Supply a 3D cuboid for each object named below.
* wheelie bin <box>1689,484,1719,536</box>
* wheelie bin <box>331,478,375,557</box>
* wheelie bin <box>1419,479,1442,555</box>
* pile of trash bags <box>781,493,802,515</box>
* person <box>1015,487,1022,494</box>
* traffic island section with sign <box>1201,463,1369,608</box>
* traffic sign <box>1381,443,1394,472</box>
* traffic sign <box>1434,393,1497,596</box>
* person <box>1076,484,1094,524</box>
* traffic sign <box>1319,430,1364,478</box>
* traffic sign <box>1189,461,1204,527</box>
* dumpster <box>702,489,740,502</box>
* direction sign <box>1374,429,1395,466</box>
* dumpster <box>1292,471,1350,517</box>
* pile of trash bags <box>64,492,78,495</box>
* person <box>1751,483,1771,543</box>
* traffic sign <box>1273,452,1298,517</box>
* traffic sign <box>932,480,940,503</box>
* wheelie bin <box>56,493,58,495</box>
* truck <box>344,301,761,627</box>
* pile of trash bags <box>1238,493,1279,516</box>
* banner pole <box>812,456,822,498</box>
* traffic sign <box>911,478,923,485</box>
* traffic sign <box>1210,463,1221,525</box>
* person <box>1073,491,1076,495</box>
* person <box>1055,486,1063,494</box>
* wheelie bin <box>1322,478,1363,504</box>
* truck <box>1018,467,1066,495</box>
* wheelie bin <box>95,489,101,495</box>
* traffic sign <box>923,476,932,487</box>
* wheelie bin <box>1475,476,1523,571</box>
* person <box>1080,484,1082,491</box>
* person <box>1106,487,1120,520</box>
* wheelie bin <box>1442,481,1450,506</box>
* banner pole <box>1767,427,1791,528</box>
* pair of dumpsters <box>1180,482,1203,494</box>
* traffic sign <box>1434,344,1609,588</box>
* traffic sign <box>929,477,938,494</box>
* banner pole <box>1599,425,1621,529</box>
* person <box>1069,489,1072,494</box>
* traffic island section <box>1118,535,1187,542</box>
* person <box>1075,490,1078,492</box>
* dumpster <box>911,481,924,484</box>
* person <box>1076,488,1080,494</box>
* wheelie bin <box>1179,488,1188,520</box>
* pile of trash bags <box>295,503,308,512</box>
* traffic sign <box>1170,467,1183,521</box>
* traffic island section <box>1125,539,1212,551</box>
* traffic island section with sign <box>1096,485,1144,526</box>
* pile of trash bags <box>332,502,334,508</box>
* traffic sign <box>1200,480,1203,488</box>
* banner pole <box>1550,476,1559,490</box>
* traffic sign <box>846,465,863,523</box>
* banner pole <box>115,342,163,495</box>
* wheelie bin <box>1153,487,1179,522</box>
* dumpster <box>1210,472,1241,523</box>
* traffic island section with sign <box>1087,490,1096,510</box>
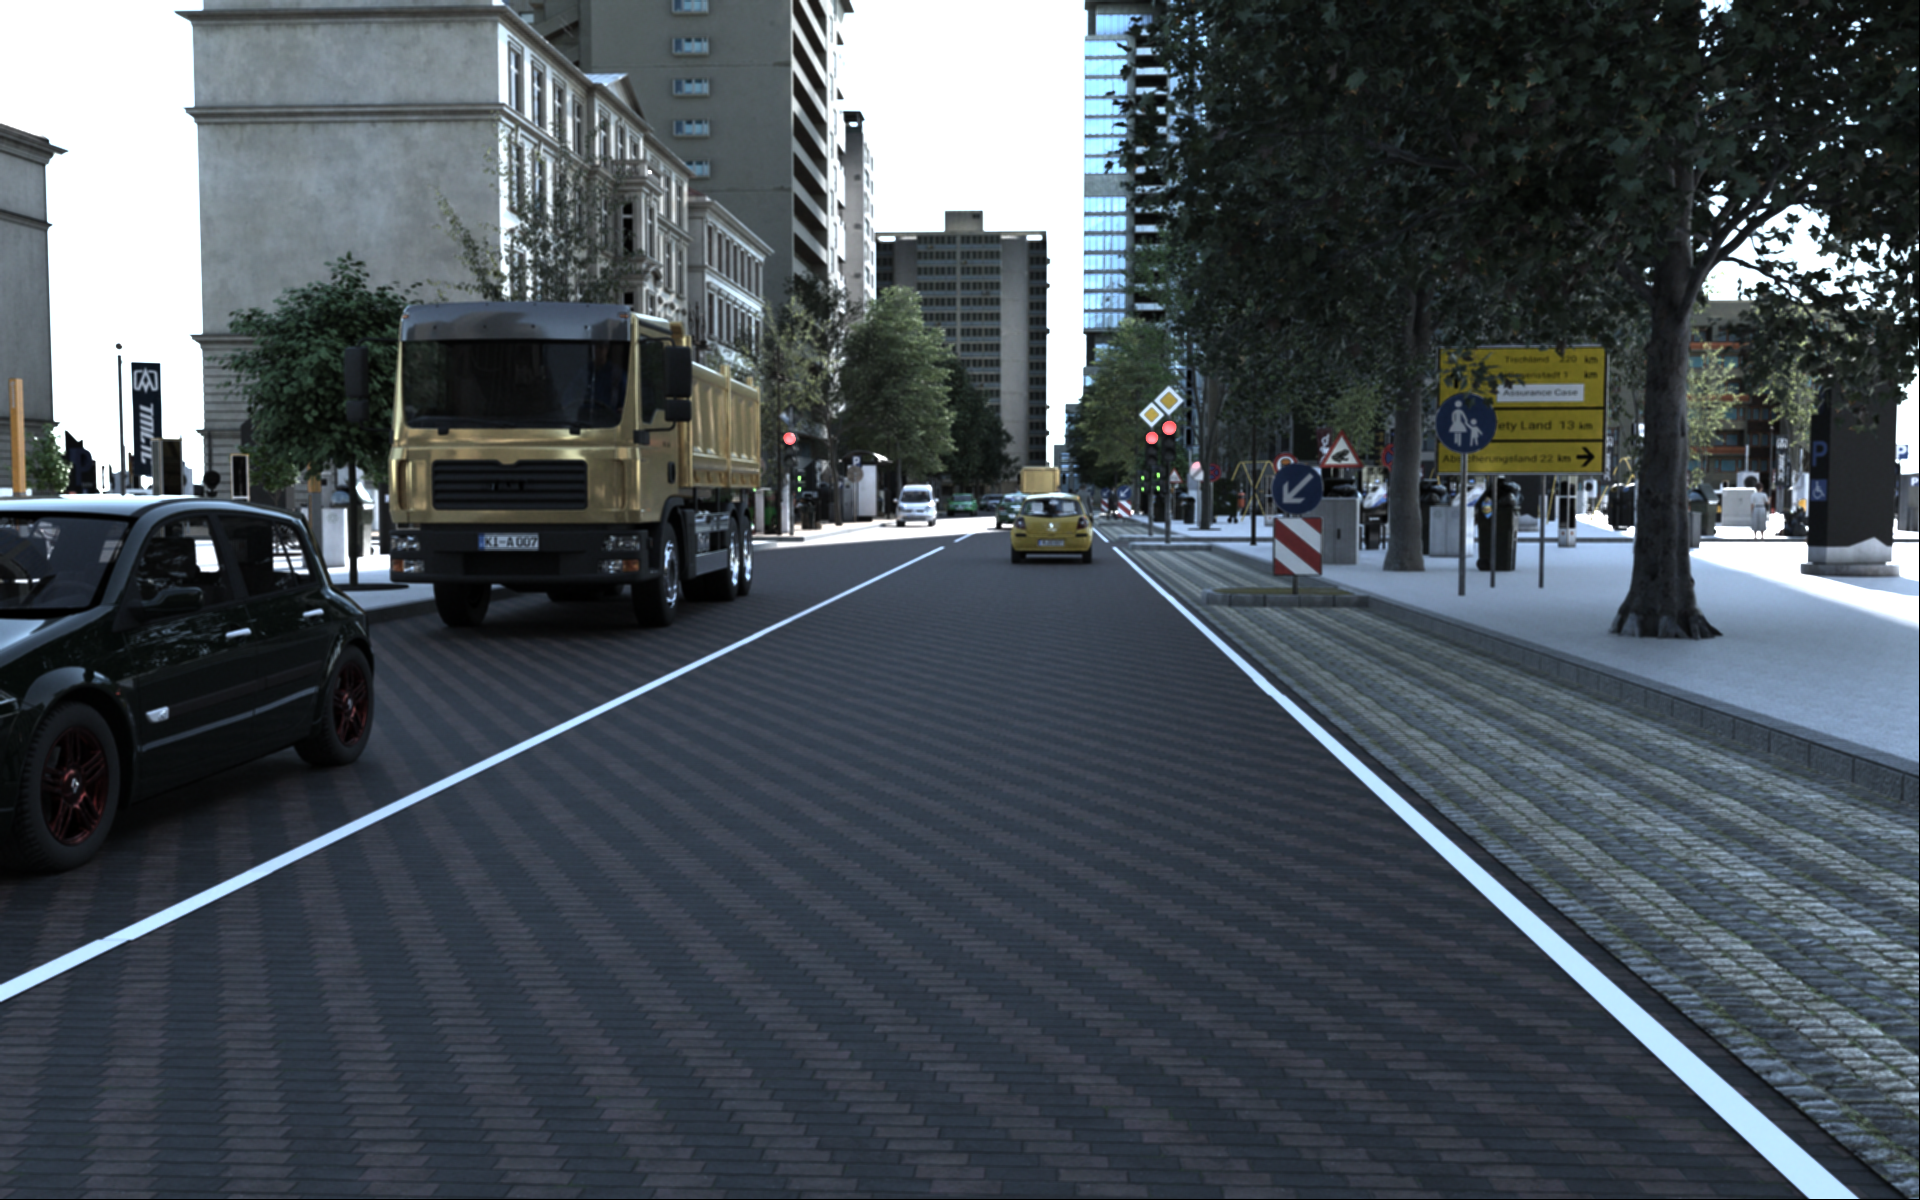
[{"bbox_3d":[22.884,-2.780,53.367,0.980,1.594,0.693,-2,4,-35],"label":"wheelie bin"},{"bbox_3d":[-12.356,-1.671,35.224,0.693,1.594,0.980,0,4,4],"label":"wheelie bin"},{"bbox_3d":[10.000,-1.862,38.358,0.693,1.594,0.980,-2,4,-25],"label":"wheelie bin"},{"bbox_3d":[-9.346,-5.248,95.557,1.912,1.369,3.447,0,4,-3],"label":"pile of trash bags"},{"bbox_3d":[3.340,-5.559,99.259,0.638,1.841,0.748,-2,4,-23],"label":"person"},{"bbox_3d":[4.205,-0.861,22.705,1.989,1.847,2.006,0,4,3],"label":"traffic island section with sign"},{"bbox_3d":[10.664,-2.583,42.345,0.768,2.556,0.104,1,4,9],"label":"traffic sign"},{"bbox_3d":[6.347,-1.329,21.830,0.768,2.556,0.104,0,4,4],"label":"traffic sign"},{"bbox_3d":[4.536,-3.328,63.011,0.694,1.812,0.767,1,4,11],"label":"person"},{"bbox_3d":[7.710,-2.144,35.051,0.884,2.594,0.081,1,4,11],"label":"traffic sign"},{"bbox_3d":[9.302,-4.120,67.473,0.768,2.556,0.104,1,4,9],"label":"traffic sign"},{"bbox_3d":[-8.176,-3.375,57.671,1.502,2.255,1.985,0,4,3],"label":"dumpster"},{"bbox_3d":[14.782,-4.157,59.971,0.876,3.537,0.379,2,4,24],"label":"direction sign"},{"bbox_3d":[8.434,-2.120,40.418,1.264,1.857,1.865,0,4,3],"label":"dumpster"},{"bbox_3d":[-35.444,-3.539,67.609,3.447,1.369,1.912,2,4,33],"label":"pile of trash bags"},{"bbox_3d":[22.573,-2.432,48.827,0.480,1.755,0.524,2,4,35],"label":"person"},{"bbox_3d":[9.977,-3.242,53.113,0.768,2.556,0.104,1,4,11],"label":"traffic sign"},{"bbox_3d":[-1.804,-7.757,128.949,0.606,2.300,0.079,1,4,13],"label":"traffic sign"},{"bbox_3d":[-47.755,-5.132,91.822,0.693,1.594,0.980,2,4,27],"label":"wheelie bin"},{"bbox_3d":[-4.315,-1.526,20.872,3.469,3.379,9.791,0,4,1],"label":"truck"},{"bbox_3d":[17.571,-5.746,103.693,1.912,1.369,3.447,3,5,39],"label":"pile of trash bags"},{"bbox_3d":[-9.490,-7.609,114.416,0.863,3.779,0.401,-2,4,-33],"label":"banner pole"},{"bbox_3d":[-2.914,-7.198,117.696,0.884,2.594,0.081,0,4,7],"label":"traffic sign"},{"bbox_3d":[10.412,-4.375,71.641,0.768,2.556,0.104,0,4,6],"label":"traffic sign"},{"bbox_3d":[12.324,-10.949,187.971,0.568,1.767,0.683,-1,4,-13],"label":"person"},{"bbox_3d":[4.794,-4.626,84.164,0.581,1.822,0.654,0,4,6],"label":"person"},{"bbox_3d":[7.544,-1.618,34.355,0.980,1.594,0.693,-1,4,-13],"label":"wheelie bin"},{"bbox_3d":[5.629,-7.642,120.867,3.469,3.379,9.791,0,4,4],"label":"truck"},{"bbox_3d":[-50.378,-5.682,100.811,0.980,1.594,0.693,1,4,10],"label":"wheelie bin"},{"bbox_3d":[-2.403,-7.433,121.538,0.884,2.594,0.081,0,4,5],"label":"traffic sign"},{"bbox_3d":[9.052,-1.294,29.072,0.693,1.594,0.980,2,4,27],"label":"wheelie bin"},{"bbox_3d":[4.806,-3.751,69.682,0.795,1.843,0.661,1,4,16],"label":"person"},{"bbox_3d":[8.523,-5.395,96.492,0.755,1.850,0.659,1,4,14],"label":"person"},{"bbox_3d":[12.173,-2.153,43.114,0.693,1.594,0.980,0,4,-4],"label":"wheelie bin"},{"bbox_3d":[30.509,-4.567,64.694,0.863,3.779,0.401,0,4,5],"label":"banner pole"},{"bbox_3d":[13.379,-5.897,98.915,1.574,2.255,4.437,0,4,3],"label":"pair of dumpsters"},{"bbox_3d":[7.642,-1.822,23.662,2.265,3.308,0.079,0,4,8],"label":"traffic sign"},{"bbox_3d":[-1.982,-7.790,127.475,0.768,2.556,0.104,0,4,4],"label":"traffic sign"},{"bbox_3d":[23.674,-4.460,62.932,0.863,3.779,0.401,1,4,8],"label":"banner pole"},{"bbox_3d":[9.287,-8.437,146.076,0.705,1.869,1.348,2,4,32],"label":"person"},{"bbox_3d":[5.851,-1.874,52.923,2.009,0.180,2.903,0,4,3],"label":"traffic island section"},{"bbox_3d":[10.093,-8.655,150.014,0.705,1.822,1.348,1,4,14],"label":"person"},{"bbox_3d":[-3.035,-7.183,119.939,1.502,2.255,1.985,0,4,3],"label":"dumpster"},{"bbox_3d":[7.751,-6.348,111.659,0.648,1.900,0.474,-3,5,-40],"label":"person"},{"bbox_3d":[10.789,-4.717,85.025,0.980,1.594,0.693,3,4,36],"label":"wheelie bin"},{"bbox_3d":[-43.406,-6.304,112.815,1.912,1.369,3.447,1,4,16],"label":"pile of trash bags"},{"bbox_3d":[10.335,-5.111,83.561,0.884,2.594,0.081,1,4,10],"label":"traffic sign"},{"bbox_3d":[5.413,-1.386,44.950,2.009,0.180,2.903,0,4,3],"label":"traffic island section"},{"bbox_3d":[7.212,-4.211,77.484,1.989,1.847,2.006,0,4,3],"label":"traffic island section with sign"},{"bbox_3d":[-41.792,-6.604,117.731,3.447,1.369,1.912,1,4,9],"label":"pile of trash bags"},{"bbox_3d":[11.056,-4.875,79.707,0.884,2.594,0.081,0,4,8],"label":"traffic sign"},{"bbox_3d":[41.463,-7.934,119.743,0.863,3.779,0.401,-1,4,-18],"label":"banner pole"},{"bbox_3d":[-4.685,-4.710,77.112,0.768,2.556,0.104,0,4,6],"label":"traffic sign"},{"bbox_3d":[-13.675,-2.372,28.802,0.863,3.779,0.401,-2,4,-29],"label":"banner pole"},{"bbox_3d":[9.226,-4.332,78.739,0.980,1.594,0.693,-2,4,-23],"label":"wheelie bin"},{"bbox_3d":[11.586,-4.530,76.563,1.502,2.255,1.985,0,4,3],"label":"dumpster"},{"bbox_3d":[8.725,-5.895,105.003,1.989,1.847,2.006,0,4,3],"label":"traffic island section with sign"}]
